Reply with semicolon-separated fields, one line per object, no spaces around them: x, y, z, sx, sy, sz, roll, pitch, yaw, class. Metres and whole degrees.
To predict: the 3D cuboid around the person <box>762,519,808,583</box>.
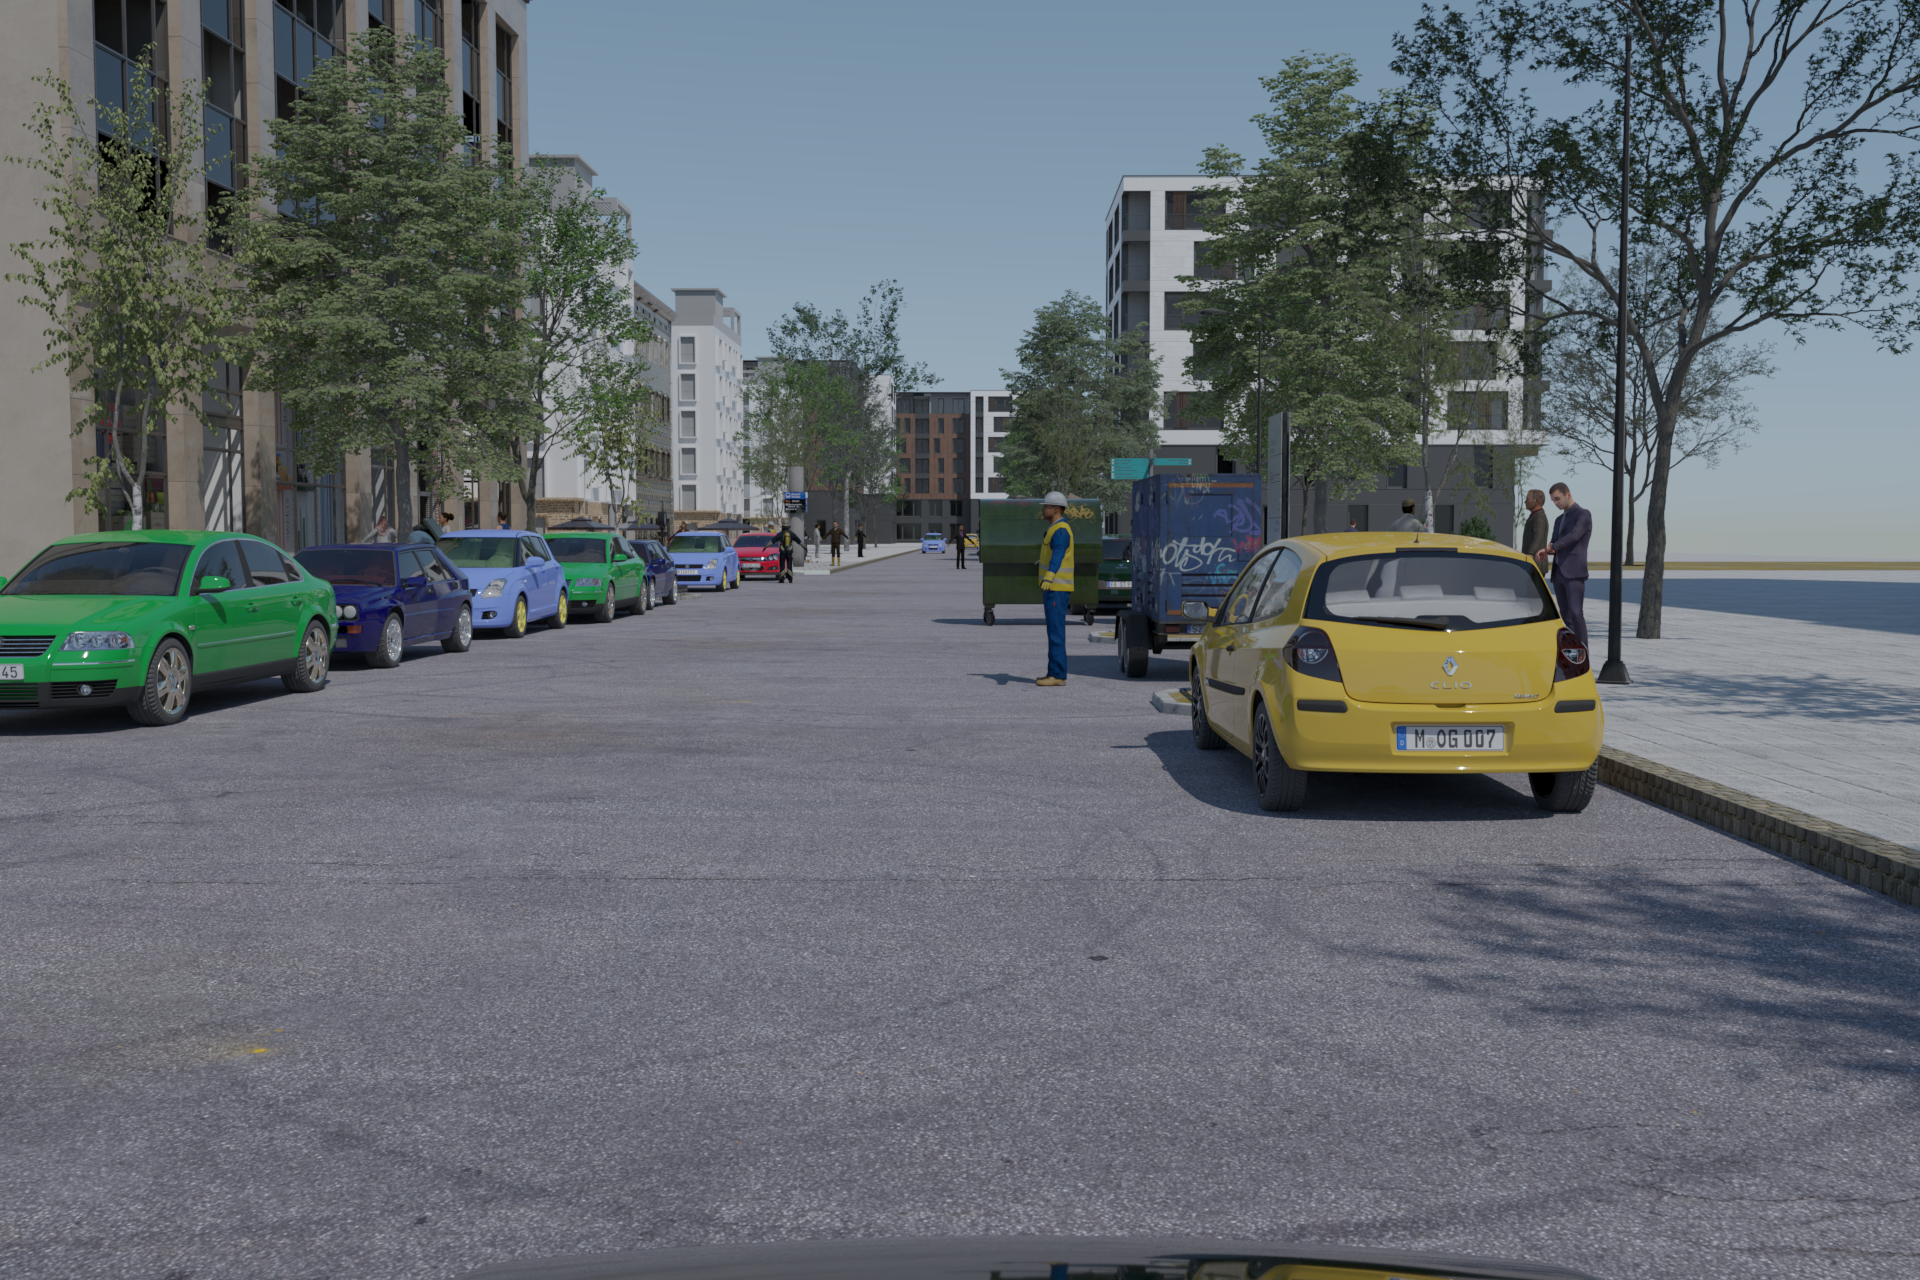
-5.087;-2.587;50.540;1.354;1.856;0.705;-1;4;-16;person

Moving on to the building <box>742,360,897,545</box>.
-22.820;-22.976;219.627;27.936;21.610;32.646;0;4;1;building

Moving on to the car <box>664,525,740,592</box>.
-6.630;-2.103;43.971;1.945;1.707;3.694;0;4;1;car

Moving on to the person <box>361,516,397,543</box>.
-16.581;-2.674;49.860;1.347;1.811;0.704;-1;4;-18;person

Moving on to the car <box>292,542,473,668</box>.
-6.868;-0.436;19.710;1.945;1.354;3.894;0;4;1;car

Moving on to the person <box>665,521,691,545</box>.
-9.530;-3.228;59.589;1.215;1.729;0.721;0;4;4;person

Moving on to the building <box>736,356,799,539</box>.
-23.194;-20.133;185.598;16.016;20.090;11.380;0;4;1;building

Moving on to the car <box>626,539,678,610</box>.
-6.630;-1.299;33.826;1.945;1.354;3.894;0;4;0;car

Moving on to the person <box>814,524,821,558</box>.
-7.583;-5.271;92.367;0.705;1.806;1.347;-1;4;-15;person

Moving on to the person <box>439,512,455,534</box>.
-10.904;-1.810;36.371;0.721;1.739;1.217;-2;4;-28;person

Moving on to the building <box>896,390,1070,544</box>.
-0.951;-25.145;257.553;32.646;21.610;27.936;0;4;-1;building

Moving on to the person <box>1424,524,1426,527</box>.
11.923;-2.361;45.455;0.742;1.727;0.445;2;4;23;person

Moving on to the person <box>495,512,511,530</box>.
-10.870;-2.133;41.040;0.704;1.807;1.345;1;4;22;person

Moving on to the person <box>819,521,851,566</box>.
-4.999;-3.879;69.558;1.346;1.812;0.704;1;4;14;person

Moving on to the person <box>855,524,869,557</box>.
-5.447;-5.461;95.215;0.705;1.837;1.347;2;4;29;person

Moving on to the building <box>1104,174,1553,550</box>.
23.406;-16.580;115.065;27.936;21.610;32.646;0;4;1;building

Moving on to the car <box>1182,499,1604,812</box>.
2.402;-0.009;10.364;2.015;1.641;3.980;0;4;0;car

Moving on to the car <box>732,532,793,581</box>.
-6.321;-2.790;54.657;2.155;1.783;4.494;0;4;0;car

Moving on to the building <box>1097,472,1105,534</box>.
22.083;-16.448;211.069;9.099;9.664;28.070;0;4;1;building

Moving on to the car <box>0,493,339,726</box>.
-6.735;-0.339;14.345;1.959;1.807;4.718;0;4;1;car

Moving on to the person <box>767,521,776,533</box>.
-7.344;-3.671;66.481;0.721;1.772;1.216;2;4;26;person

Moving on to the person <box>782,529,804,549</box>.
-5.806;-2.985;57.383;1.348;1.813;0.705;0;4;4;person

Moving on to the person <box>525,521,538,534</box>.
-15.610;-3.462;62.735;0.704;1.817;1.347;2;4;27;person

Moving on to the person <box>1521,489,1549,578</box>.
6.727;-0.868;20.364;0.705;1.807;1.348;1;4;17;person

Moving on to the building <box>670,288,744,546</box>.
-23.660;-17.006;134.464;16.016;20.090;11.380;0;4;2;building

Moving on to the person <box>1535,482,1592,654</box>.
5.626;-0.593;16.191;0.568;1.767;0.683;-1;4;-15;person

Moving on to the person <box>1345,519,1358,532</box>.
11.277;-2.621;49.814;0.530;1.710;0.541;-1;4;-20;person

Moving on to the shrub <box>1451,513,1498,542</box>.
19.225;-3.714;64.763;1.661;2.075;1.752;0;3;0;shrub

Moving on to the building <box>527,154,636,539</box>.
-24.037;-14.150;87.777;16.016;20.090;11.380;0;4;1;building

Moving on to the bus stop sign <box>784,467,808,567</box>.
-6.415;-4.815;67.747;0.837;3.901;0.837;0;4;0;bus stop sign

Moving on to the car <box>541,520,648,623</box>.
-6.485;-1.255;29.310;1.959;1.807;4.718;0;4;0;car

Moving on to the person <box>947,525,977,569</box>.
0.043;-3.790;70.650;1.346;1.802;0.704;-2;4;-29;person

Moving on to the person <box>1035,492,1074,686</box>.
0.874;-0.489;16.430;0.705;1.833;1.349;0;4;2;person

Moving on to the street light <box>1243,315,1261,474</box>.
6.719;-3.870;35.814;1.470;5.913;1.316;0;4;1;street light

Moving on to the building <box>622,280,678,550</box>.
-29.116;-17.091;110.369;19.493;23.208;18.063;0;3;0;building

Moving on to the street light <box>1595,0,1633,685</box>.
6.167;-2.579;14.711;1.470;5.913;1.316;0;4;1;street light

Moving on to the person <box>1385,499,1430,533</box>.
6.833;-1.240;26.367;0.704;1.819;1.344;-3;5;-43;person

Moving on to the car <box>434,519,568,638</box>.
-6.846;-0.938;24.933;1.945;1.707;3.694;0;4;1;car

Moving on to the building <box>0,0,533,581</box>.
-29.056;-17.541;53.018;22.709;31.103;35.509;0;4;1;building

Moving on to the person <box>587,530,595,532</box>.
-17.402;-4.573;81.487;1.216;1.740;0.721;-3;4;-39;person

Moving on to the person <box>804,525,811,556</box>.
-9.125;-5.806;101.110;0.705;1.806;1.347;-2;4;-35;person
